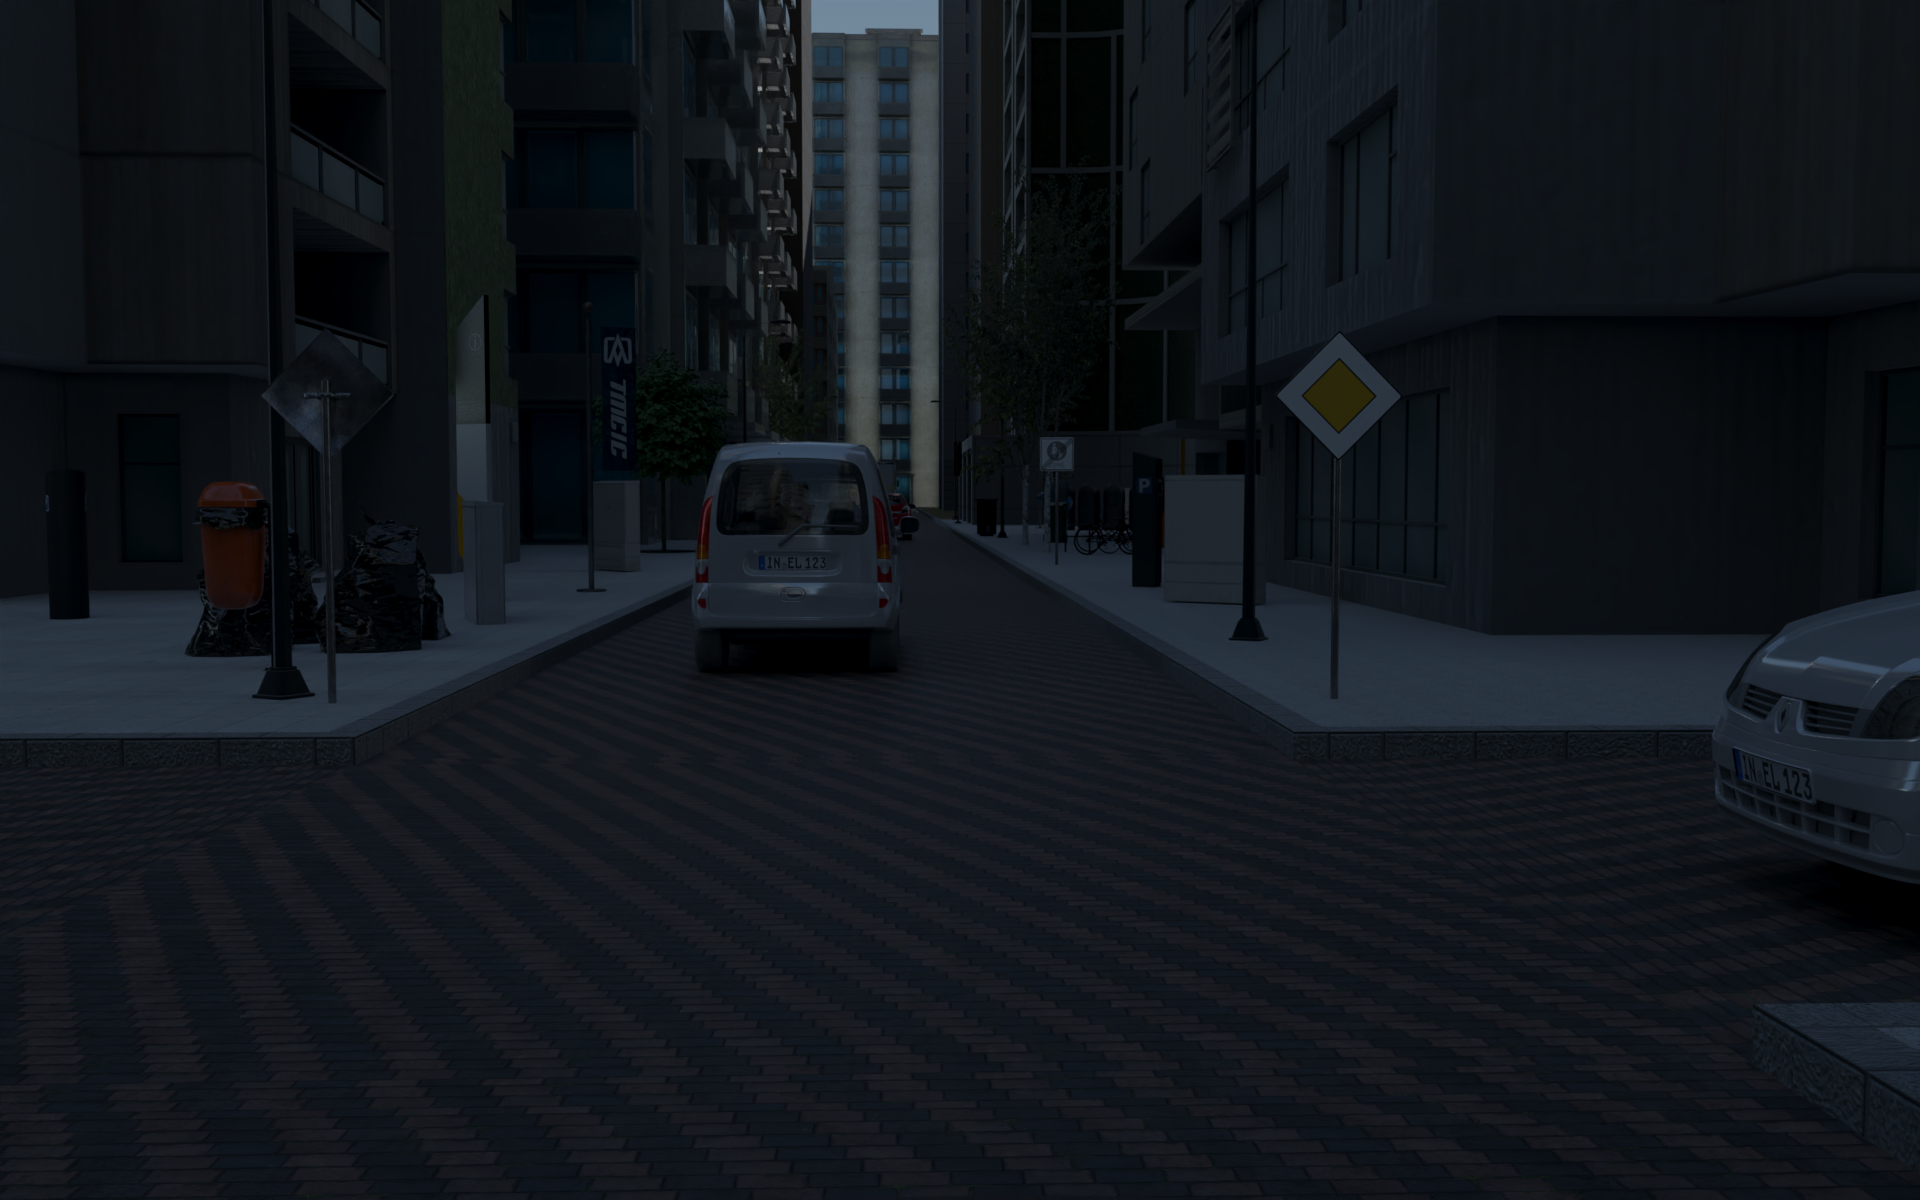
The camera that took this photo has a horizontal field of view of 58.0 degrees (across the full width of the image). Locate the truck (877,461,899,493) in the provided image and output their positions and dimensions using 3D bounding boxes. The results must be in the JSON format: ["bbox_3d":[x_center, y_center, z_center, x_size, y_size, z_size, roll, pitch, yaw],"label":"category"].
[{"bbox_3d":[-6.965,-10.131,154.549,2.839,4.237,11.283,0,4,-1],"label":"truck"}]

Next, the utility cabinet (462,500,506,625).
[{"bbox_3d":[-4.790,-0.384,17.443,0.306,1.237,1.020,-1,4,-23],"label":"utility cabinet"}]

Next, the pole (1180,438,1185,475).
[{"bbox_3d":[7.760,-4.070,60.385,0.158,3.312,0.155,0,3,0],"label":"pole"}]

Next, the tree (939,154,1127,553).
[{"bbox_3d":[1.834,-5.363,38.047,4.360,8.622,3.978,0,3,0],"label":"tree"}]

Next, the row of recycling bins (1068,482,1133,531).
[{"bbox_3d":[5.051,-3.318,61.357,3.534,1.692,1.069,0,4,7],"label":"row of recycling bins"}]

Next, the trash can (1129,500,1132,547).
[{"bbox_3d":[4.295,-1.749,40.248,0.748,1.137,0.748,0,3,0],"label":"trash can"}]

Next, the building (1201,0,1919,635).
[{"bbox_3d":[10.675,-20.444,17.855,14.086,41.232,14.154,0,4,-2],"label":"building"}]

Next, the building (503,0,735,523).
[{"bbox_3d":[-21.015,-29.357,99.592,23.786,49.044,30.456,0,4,-2],"label":"building"}]

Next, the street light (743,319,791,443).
[{"bbox_3d":[-5.196,-4.503,46.167,1.470,5.913,1.316,0,4,-2],"label":"street light"}]

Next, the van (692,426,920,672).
[{"bbox_3d":[-1.356,-0.510,15.349,2.013,2.044,4.112,0,4,-2],"label":"van"}]

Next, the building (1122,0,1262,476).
[{"bbox_3d":[19.224,-27.784,43.502,28.713,52.752,27.495,0,4,-2],"label":"building"}]

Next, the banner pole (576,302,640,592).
[{"bbox_3d":[-4.642,-2.005,22.796,0.863,3.779,0.401,-2,4,-23],"label":"banner pole"}]

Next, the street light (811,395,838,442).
[{"bbox_3d":[-6.447,-6.668,81.561,1.470,5.913,1.316,0,4,-2],"label":"street light"}]

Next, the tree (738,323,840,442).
[{"bbox_3d":[-7.520,-7.658,75.572,4.737,8.622,4.395,0,3,0],"label":"tree"}]

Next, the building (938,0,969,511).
[{"bbox_3d":[8.663,-36.964,146.356,21.231,58.520,28.212,0,4,-2],"label":"building"}]

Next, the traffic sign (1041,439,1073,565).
[{"bbox_3d":[1.750,-1.786,31.326,0.606,2.300,0.079,0,4,7],"label":"traffic sign"}]

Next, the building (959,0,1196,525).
[{"bbox_3d":[10.518,-38.922,74.622,20.563,71.187,20.611,0,4,-2],"label":"building"}]

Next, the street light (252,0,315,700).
[{"bbox_3d":[-3.734,-2.339,10.781,1.470,5.913,1.316,0,4,-2],"label":"street light"}]

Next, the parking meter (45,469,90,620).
[{"bbox_3d":[-9.180,-0.575,17.813,0.372,1.533,0.369,0,3,0],"label":"parking meter"}]

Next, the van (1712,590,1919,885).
[{"bbox_3d":[4.812,0.064,5.970,4.112,2.044,2.013,0,4,-2],"label":"van"}]

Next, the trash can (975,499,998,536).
[{"bbox_3d":[0.816,-2.520,52.859,0.748,1.137,0.748,0,3,0],"label":"trash can"}]

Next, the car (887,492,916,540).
[{"bbox_3d":[-2.473,-2.845,55.563,2.155,1.783,4.494,0,4,-4],"label":"car"}]

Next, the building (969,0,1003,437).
[{"bbox_3d":[7.702,-27.302,96.502,14.600,45.320,14.200,0,4,-2],"label":"building"}]

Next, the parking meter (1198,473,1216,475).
[{"bbox_3d":[3.039,-0.803,21.543,0.372,1.533,0.369,0,3,0],"label":"parking meter"}]

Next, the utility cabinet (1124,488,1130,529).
[{"bbox_3d":[6.100,-3.349,63.441,0.318,1.500,1.173,-2,4,-23],"label":"utility cabinet"}]

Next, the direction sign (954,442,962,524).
[{"bbox_3d":[-0.086,-5.094,75.282,0.379,3.537,0.876,1,4,22],"label":"direction sign"}]

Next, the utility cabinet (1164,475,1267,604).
[{"bbox_3d":[2.990,-0.709,20.271,1.173,1.500,0.318,2,4,34],"label":"utility cabinet"}]

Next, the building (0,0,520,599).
[{"bbox_3d":[-15.115,-20.856,24.599,14.154,41.232,14.086,0,4,-2],"label":"building"}]

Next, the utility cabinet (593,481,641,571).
[{"bbox_3d":[-5.772,-1.233,28.845,0.318,1.500,1.173,-3,5,-41],"label":"utility cabinet"}]

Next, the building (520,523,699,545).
[{"bbox_3d":[-17.881,-26.598,54.490,23.786,49.044,30.456,0,4,-2],"label":"building"}]

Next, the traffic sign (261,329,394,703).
[{"bbox_3d":[-3.849,-0.424,10.567,0.795,2.450,0.064,0,4,-2],"label":"traffic sign"}]

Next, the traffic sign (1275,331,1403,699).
[{"bbox_3d":[2.341,-0.437,10.785,0.795,2.450,0.064,0,4,-2],"label":"traffic sign"}]

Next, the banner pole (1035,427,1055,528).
[{"bbox_3d":[3.231,-4.573,64.792,0.863,3.779,0.401,0,4,-7],"label":"banner pole"}]

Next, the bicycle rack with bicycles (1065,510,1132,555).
[{"bbox_3d":[3.579,-1.481,37.590,2.925,0.926,2.852,-1,4,-12],"label":"bicycle rack with bicycles"}]

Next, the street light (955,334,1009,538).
[{"bbox_3d":[0.698,-4.765,50.445,1.470,5.913,1.316,0,4,-2],"label":"street light"}]

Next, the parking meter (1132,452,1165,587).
[{"bbox_3d":[2.597,-1.112,23.898,0.399,1.863,0.255,2,4,27],"label":"parking meter"}]

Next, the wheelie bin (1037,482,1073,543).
[{"bbox_3d":[2.514,-2.317,45.798,0.980,1.594,0.693,1,4,9],"label":"wheelie bin"}]

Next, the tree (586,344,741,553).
[{"bbox_3d":[-6.457,-3.330,38.152,4.285,4.588,4.351,0,3,0],"label":"tree"}]

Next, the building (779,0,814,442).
[{"bbox_3d":[-17.694,-28.896,122.562,14.600,45.320,14.200,0,4,-2],"label":"building"}]

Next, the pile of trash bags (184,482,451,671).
[{"bbox_3d":[-5.341,-0.260,14.005,1.912,1.369,3.447,0,4,-4],"label":"pile of trash bags"}]

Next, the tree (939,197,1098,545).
[{"bbox_3d":[1.597,-5.700,43.560,4.737,8.622,4.395,0,3,0],"label":"tree"}]

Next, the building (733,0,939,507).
[{"bbox_3d":[-6.943,-34.346,181.171,30.456,49.044,23.786,0,4,-2],"label":"building"}]

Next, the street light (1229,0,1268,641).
[{"bbox_3d":[1.998,-2.600,15.052,1.470,5.913,1.316,0,4,-2],"label":"street light"}]

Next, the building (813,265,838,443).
[{"bbox_3d":[-25.279,-18.481,147.204,28.899,21.520,27.650,0,4,-2],"label":"building"}]

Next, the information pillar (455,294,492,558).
[{"bbox_3d":[-5.739,-1.782,20.485,0.504,3.616,0.183,2,4,28],"label":"information pillar"}]

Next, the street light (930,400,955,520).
[{"bbox_3d":[-0.766,-6.929,85.831,1.470,5.913,1.316,0,4,-2],"label":"street light"}]

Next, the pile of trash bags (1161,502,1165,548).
[{"bbox_3d":[4.239,-1.080,27.418,3.447,1.369,1.912,-2,4,-35],"label":"pile of trash bags"}]
